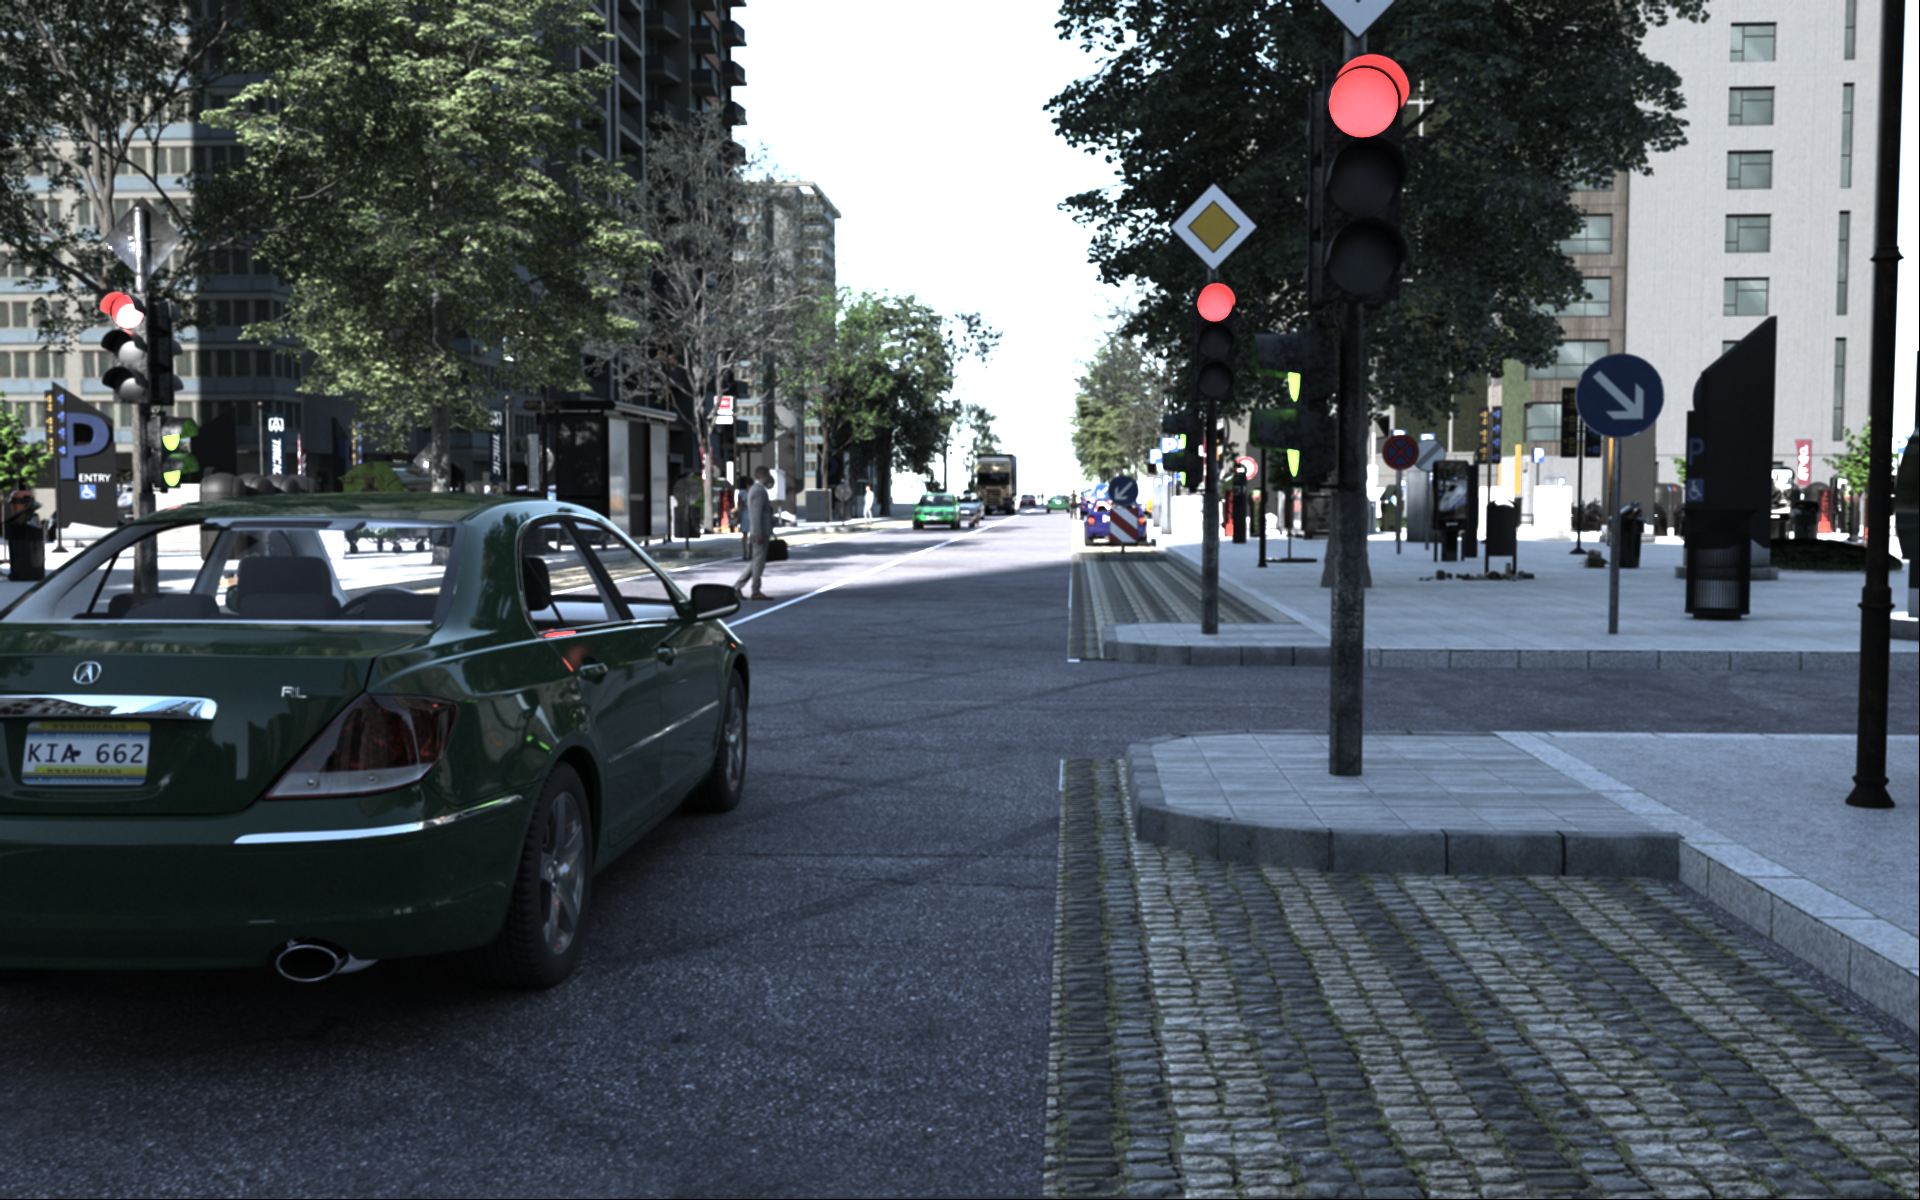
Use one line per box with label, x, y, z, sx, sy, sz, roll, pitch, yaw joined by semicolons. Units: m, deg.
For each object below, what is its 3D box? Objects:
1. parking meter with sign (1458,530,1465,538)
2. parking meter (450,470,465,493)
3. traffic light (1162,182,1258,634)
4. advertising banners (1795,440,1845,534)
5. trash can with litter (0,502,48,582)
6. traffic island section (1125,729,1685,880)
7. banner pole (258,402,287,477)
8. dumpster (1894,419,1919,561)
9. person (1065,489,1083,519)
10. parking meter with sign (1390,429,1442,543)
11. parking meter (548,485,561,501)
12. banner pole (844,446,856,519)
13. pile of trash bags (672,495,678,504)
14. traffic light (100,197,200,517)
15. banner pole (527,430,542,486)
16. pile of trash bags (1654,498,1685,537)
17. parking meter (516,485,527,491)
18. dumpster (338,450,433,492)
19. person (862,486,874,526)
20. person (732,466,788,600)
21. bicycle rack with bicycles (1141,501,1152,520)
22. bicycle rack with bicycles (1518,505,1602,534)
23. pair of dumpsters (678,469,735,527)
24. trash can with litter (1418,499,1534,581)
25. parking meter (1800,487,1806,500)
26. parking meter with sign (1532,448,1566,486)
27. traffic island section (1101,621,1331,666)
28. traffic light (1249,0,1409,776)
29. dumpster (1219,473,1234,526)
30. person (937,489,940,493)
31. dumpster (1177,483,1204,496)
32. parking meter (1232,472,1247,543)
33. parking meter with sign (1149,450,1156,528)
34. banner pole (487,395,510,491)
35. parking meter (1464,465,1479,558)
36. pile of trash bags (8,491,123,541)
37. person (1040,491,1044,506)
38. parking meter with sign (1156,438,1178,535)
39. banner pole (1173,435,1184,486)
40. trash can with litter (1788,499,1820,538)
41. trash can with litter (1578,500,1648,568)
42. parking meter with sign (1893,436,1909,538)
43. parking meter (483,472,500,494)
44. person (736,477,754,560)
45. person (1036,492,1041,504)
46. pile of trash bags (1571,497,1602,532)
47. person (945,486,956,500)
parking meter with sign;14.207;-3.320;50.543;1.738;3.016;0.543;-2;4;-34
parking meter;-12.041;-2.182;41.387;0.399;1.863;0.255;1;4;20
traffic light;2.275;-1.643;15.792;0.839;4.253;0.868;0;4;4
advertising banners;27.951;-3.652;55.893;2.074;3.025;0.090;0;4;1
trash can with litter;-13.999;-0.861;25.460;1.055;1.170;0.624;-1;4;-13
traffic island section;1.787;0.877;7.936;2.009;0.180;2.903;0;4;4
banner pole;-18.754;-3.495;47.155;0.863;3.779;0.401;-2;4;-28
dumpster;4.933;-0.269;6.891;1.502;2.255;1.985;0;4;4
person;6.651;-5.595;100.692;1.217;1.735;0.721;1;4;23
parking meter with sign;12.304;-3.055;46.211;0.543;3.016;1.738;-2;4;-34
parking meter;-11.046;-2.372;47.195;0.372;1.533;0.369;0;3;0
banner pole;-5.718;-6.065;89.181;0.401;3.779;0.863;3;4;37
pile of trash bags;-13.318;-4.132;77.306;1.912;1.369;3.447;0;4;1
traffic light;-7.715;-1.683;16.434;0.839;4.253;0.868;0;4;4
banner pole;-16.597;-4.749;67.670;0.863;3.779;0.401;-1;4;-22
pile of trash bags;22.169;-2.598;52.236;3.447;1.369;1.912;2;4;28
parking meter;-12.756;-2.574;50.504;0.372;1.533;0.369;0;3;0
dumpster;-12.489;-2.158;37.783;1.502;2.255;1.985;0;4;4
person;-4.123;-4.256;78.187;0.391;1.810;0.635;-3;5;-41
person;-2.694;-0.903;23.385;0.853;1.813;0.709;-1;4;-18
bicycle rack with bicycles;9.970;-4.320;84.014;2.925;0.926;2.852;-1;4;-22
bicycle rack with bicycles;19.710;-2.671;57.058;2.852;0.926;2.925;-1;4;-18
pair of dumpsters;-9.838;-3.933;66.803;1.574;2.255;4.437;0;4;4
trash can with litter;7.804;-0.928;26.236;2.233;1.210;1.678;-1;4;-19
parking meter;29.685;-3.224;61.127;0.372;1.533;0.369;0;3;0
parking meter with sign;22.293;-4.202;64.964;0.543;3.016;1.738;-2;4;-28
traffic island section;2.314;0.390;15.904;2.009;0.180;2.903;0;4;4
traffic light;1.748;-1.156;7.824;0.839;4.253;0.868;0;4;4
dumpster;10.602;-3.875;65.852;1.502;2.255;1.985;0;4;4
person;-1.363;-5.963;106.544;0.990;1.755;0.434;-3;5;-43
dumpster;9.365;-3.990;71.000;1.264;1.857;1.865;0;4;4
parking meter;7.276;-2.407;45.073;0.255;1.863;0.399;2;4;32
parking meter with sign;7.621;-4.325;66.971;0.543;3.016;1.738;0;4;4
banner pole;-11.613;-3.294;43.872;0.401;3.779;0.863;2;4;34
parking meter;10.372;-1.799;35.122;0.255;1.863;0.399;1;4;17
pile of trash bags;-23.984;-2.267;46.811;1.912;1.369;3.447;2;4;28
person;10.080;-12.480;212.560;0.705;1.823;1.348;-1;4;-19
parking meter with sign;6.566;-3.572;54.656;0.543;3.016;1.738;0;4;5
banner pole;8.286;-4.633;65.770;0.401;3.779;0.863;-2;4;-35
trash can with litter;18.509;-1.629;38.016;0.624;1.170;1.055;2;4;24
trash can with litter;11.354;-1.145;30.113;1.055;1.170;0.624;0;4;5
parking meter with sign;27.834;-3.345;50.954;0.543;3.016;1.738;1;4;12
parking meter;-12.311;-2.434;45.503;0.399;1.863;0.255;2;4;31
person;-4.535;-1.770;37.530;0.616;1.811;0.778;0;4;-2
person;11.152;-14.487;246.178;1.217;1.723;0.721;0;4;7
pile of trash bags;21.332;-3.121;60.788;1.912;1.369;3.447;0;4;-1
person;-0.509;-4.614;84.038;0.694;1.812;0.767;-1;4;-20
